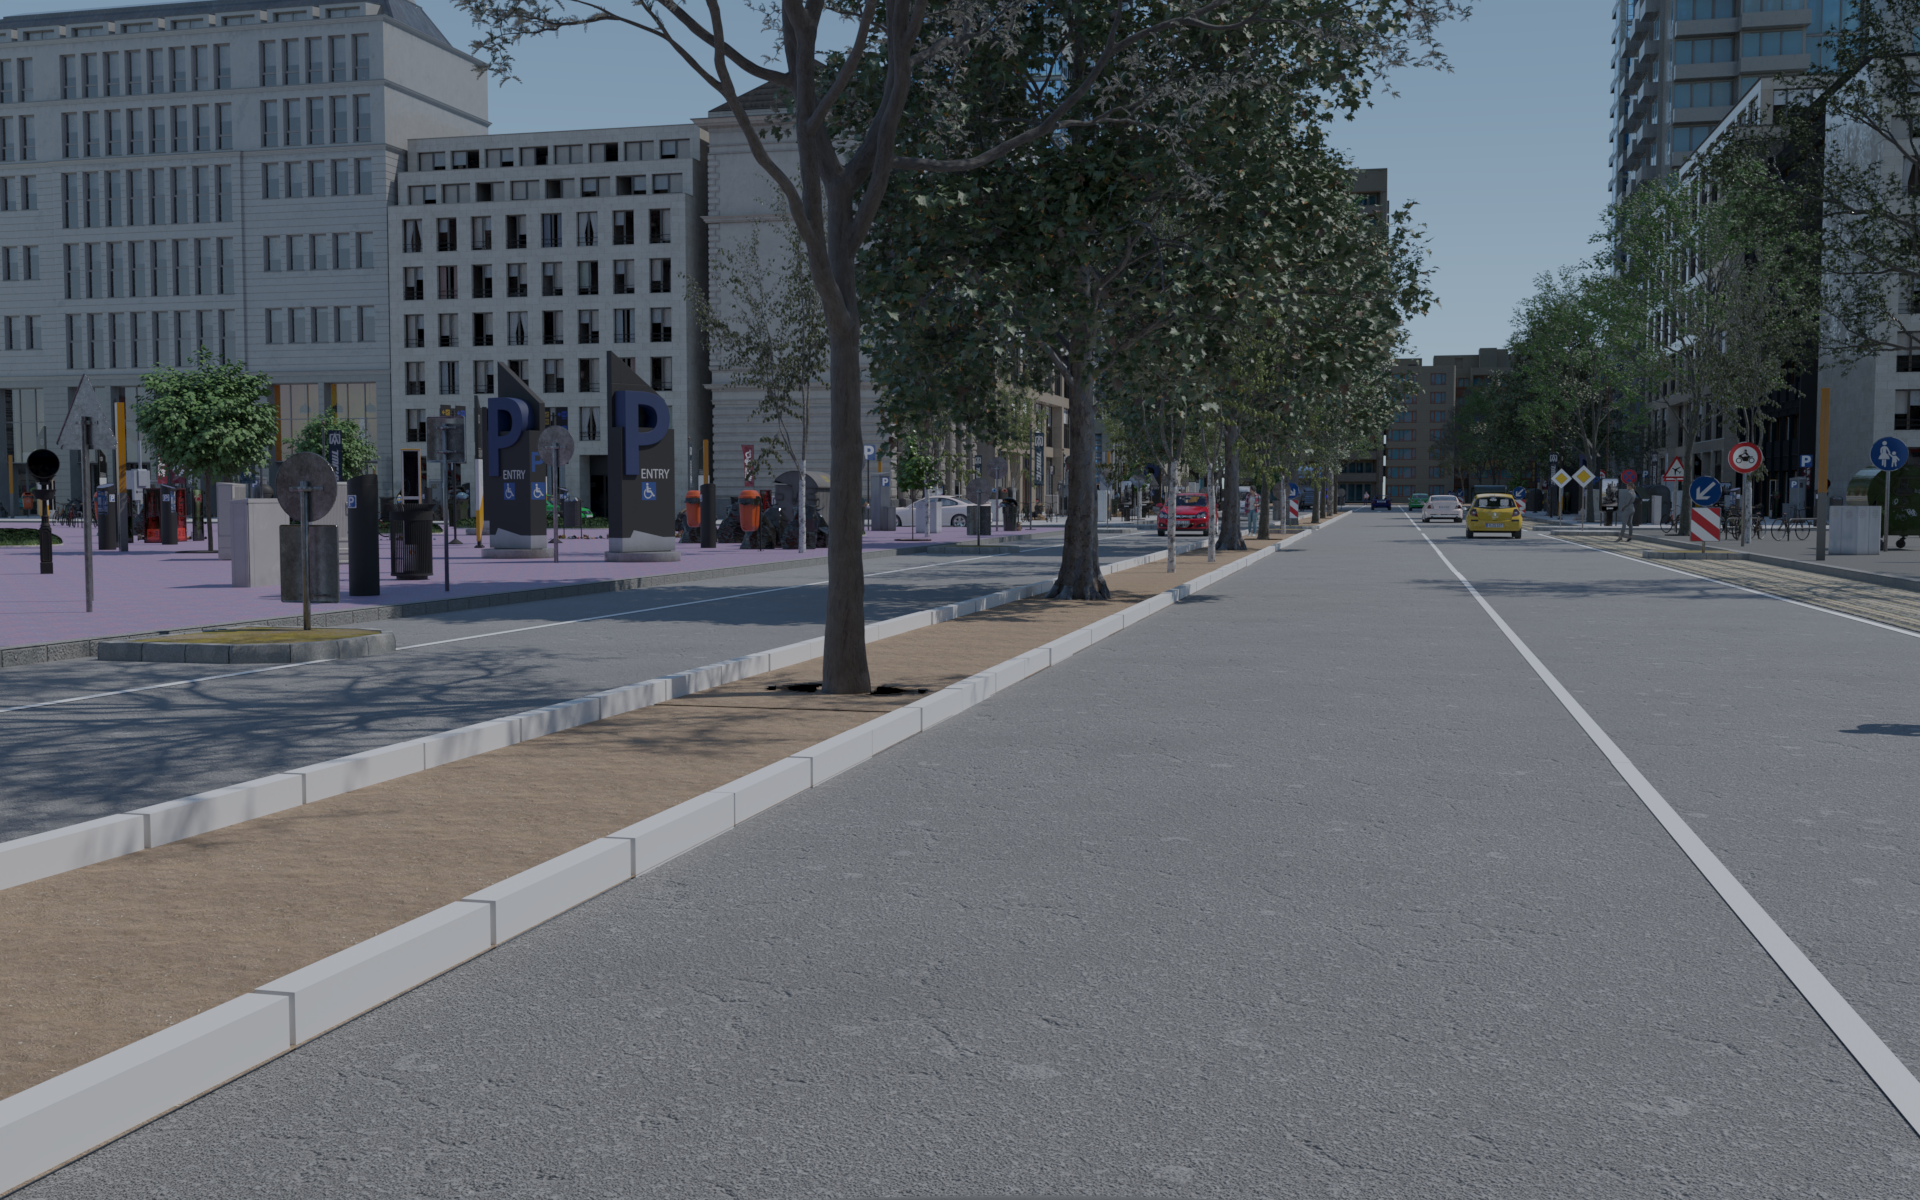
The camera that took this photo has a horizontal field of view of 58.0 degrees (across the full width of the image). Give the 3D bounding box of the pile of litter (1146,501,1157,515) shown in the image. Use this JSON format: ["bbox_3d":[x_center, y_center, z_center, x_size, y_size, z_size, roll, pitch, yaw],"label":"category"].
[{"bbox_3d":[11.540,-5.654,106.405,1.176,0.858,1.719,-2,4,-33],"label":"pile of litter"}]

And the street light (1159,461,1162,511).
[{"bbox_3d":[11.047,-7.492,95.277,0.468,5.910,1.993,1,4,14],"label":"street light"}]

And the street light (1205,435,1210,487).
[{"bbox_3d":[16.824,-8.881,117.997,0.468,5.910,1.993,1,4,14],"label":"street light"}]

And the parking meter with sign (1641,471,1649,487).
[{"bbox_3d":[50.475,-8.047,127.823,0.543,3.016,1.738,2,4,27],"label":"parking meter with sign"}]

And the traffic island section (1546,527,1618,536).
[{"bbox_3d":[21.645,-2.317,60.171,2.009,0.180,2.903,1,4,14],"label":"traffic island section"}]

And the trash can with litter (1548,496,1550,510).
[{"bbox_3d":[40.932,-6.622,119.650,0.624,1.170,1.055,1,4,17],"label":"trash can with litter"}]

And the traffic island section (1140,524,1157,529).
[{"bbox_3d":[7.361,-3.036,71.924,2.009,0.180,2.903,1,4,14],"label":"traffic island section"}]

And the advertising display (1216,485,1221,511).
[{"bbox_3d":[19.149,-7.528,128.299,0.123,1.923,0.974,-1,4,-10],"label":"advertising display"}]

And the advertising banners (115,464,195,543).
[{"bbox_3d":[-21.101,-2.996,45.165,2.074,3.025,0.090,0,4,1],"label":"advertising banners"}]

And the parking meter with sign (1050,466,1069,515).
[{"bbox_3d":[6.476,-6.770,106.947,1.738,3.016,0.543,-1,4,-18],"label":"parking meter with sign"}]

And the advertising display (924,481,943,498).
[{"bbox_3d":[-1.244,-4.669,81.558,0.974,1.923,0.123,-2,4,-25],"label":"advertising display"}]

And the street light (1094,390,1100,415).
[{"bbox_3d":[5.525,-6.098,72.495,0.468,5.910,1.993,1,4,14],"label":"street light"}]

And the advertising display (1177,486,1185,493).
[{"bbox_3d":[18.449,-8.553,145.048,0.974,1.923,0.123,2,4,24],"label":"advertising display"}]

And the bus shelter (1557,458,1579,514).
[{"bbox_3d":[39.056,-7.355,111.539,1.731,3.624,6.357,1,4,14],"label":"bus shelter"}]

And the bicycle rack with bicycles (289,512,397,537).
[{"bbox_3d":[-18.269,-2.267,50.443,2.925,0.926,2.852,0,4,4],"label":"bicycle rack with bicycles"}]

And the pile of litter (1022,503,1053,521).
[{"bbox_3d":[3.723,-4.297,84.224,1.176,0.858,1.719,-3,5,-40],"label":"pile of litter"}]

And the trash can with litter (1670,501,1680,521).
[{"bbox_3d":[33.332,-4.274,81.267,0.624,1.170,1.055,-2,4,-33],"label":"trash can with litter"}]

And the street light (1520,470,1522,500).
[{"bbox_3d":[37.952,-8.830,117.163,0.468,5.910,1.993,1,4,14],"label":"street light"}]

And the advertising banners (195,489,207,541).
[{"bbox_3d":[-20.940,-3.077,46.503,0.090,3.025,2.074,1,4,12],"label":"advertising banners"}]

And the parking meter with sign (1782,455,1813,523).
[{"bbox_3d":[37.021,-4.915,76.620,1.738,3.016,0.543,-3,4,-39],"label":"parking meter with sign"}]

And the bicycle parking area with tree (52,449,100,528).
[{"bbox_3d":[-36.092,-4.875,66.715,8.231,4.147,9.016,-1,4,-18],"label":"bicycle parking area with tree"}]

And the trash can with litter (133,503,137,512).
[{"bbox_3d":[-29.690,-3.118,62.373,1.055,1.170,0.624,-3,4,-38],"label":"trash can with litter"}]

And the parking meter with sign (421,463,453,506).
[{"bbox_3d":[-26.592,-5.613,88.036,1.738,3.016,0.543,0,4,6],"label":"parking meter with sign"}]

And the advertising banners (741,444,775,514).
[{"bbox_3d":[-6.906,-4.013,61.796,2.074,3.025,0.090,-3,4,-38],"label":"advertising banners"}]

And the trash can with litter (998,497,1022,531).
[{"bbox_3d":[1.762,-2.972,59.986,0.624,1.170,1.055,1,4,21],"label":"trash can with litter"}]

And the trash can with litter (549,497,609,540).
[{"bbox_3d":[-10.684,-2.343,49.358,2.233,1.210,1.678,0,4,2],"label":"trash can with litter"}]

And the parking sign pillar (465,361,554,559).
[{"bbox_3d":[-8.905,-2.833,34.797,1.447,3.967,1.447,3,4,37],"label":"parking sign pillar"}]

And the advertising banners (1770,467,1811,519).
[{"bbox_3d":[42.272,-5.618,88.038,2.074,3.025,0.090,0,4,3],"label":"advertising banners"}]

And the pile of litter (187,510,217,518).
[{"bbox_3d":[-41.247,-4.890,93.921,1.719,0.858,1.176,1,4,11],"label":"pile of litter"}]

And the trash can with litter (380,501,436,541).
[{"bbox_3d":[-15.265,-2.247,47.794,1.678,1.210,2.233,-2,4,-35],"label":"trash can with litter"}]

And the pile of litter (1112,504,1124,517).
[{"bbox_3d":[8.790,-5.022,96.071,1.176,0.858,1.719,0,4,-3],"label":"pile of litter"}]

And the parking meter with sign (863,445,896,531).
[{"bbox_3d":[-2.797,-3.933,60.559,0.543,3.016,1.738,-2,4,-33],"label":"parking meter with sign"}]

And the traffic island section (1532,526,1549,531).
[{"bbox_3d":[23.564,-2.792,67.923,2.009,0.180,2.903,1,4,14],"label":"traffic island section"}]

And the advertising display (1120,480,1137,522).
[{"bbox_3d":[7.809,-4.630,80.909,0.123,1.923,0.974,-2,4,-28],"label":"advertising display"}]

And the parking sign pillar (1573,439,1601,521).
[{"bbox_3d":[30.487,-5.834,83.864,1.447,3.967,1.447,0,4,-8],"label":"parking sign pillar"}]

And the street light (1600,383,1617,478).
[{"bbox_3d":[26.427,-5.989,70.713,0.468,5.910,1.993,1,4,14],"label":"street light"}]

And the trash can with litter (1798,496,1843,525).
[{"bbox_3d":[35.851,-3.701,71.568,1.678,1.210,2.233,-3,4,-39],"label":"trash can with litter"}]

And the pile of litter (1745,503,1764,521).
[{"bbox_3d":[38.199,-4.247,83.407,1.176,0.858,1.719,3,4,39],"label":"pile of litter"}]

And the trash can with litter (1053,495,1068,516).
[{"bbox_3d":[6.442,-5.646,103.363,2.233,1.210,1.678,3,4,38],"label":"trash can with litter"}]

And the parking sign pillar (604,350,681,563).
[{"bbox_3d":[-6.072,-2.725,33.023,1.447,3.967,1.447,3,5,40],"label":"parking sign pillar"}]

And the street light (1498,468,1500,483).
[{"bbox_3d":[43.554,-10.223,139.926,0.468,5.910,1.993,1,4,14],"label":"street light"}]

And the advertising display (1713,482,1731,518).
[{"bbox_3d":[41.479,-5.448,94.288,0.974,1.923,0.123,0,4,-5],"label":"advertising display"}]

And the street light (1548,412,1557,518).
[{"bbox_3d":[32.107,-7.407,93.886,0.468,5.910,1.993,1,4,14],"label":"street light"}]

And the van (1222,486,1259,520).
[{"bbox_3d":[15.218,-5.297,93.624,2.013,2.044,4.112,1,4,14],"label":"van"}]

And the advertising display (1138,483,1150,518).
[{"bbox_3d":[9.835,-5.370,93.019,0.974,1.923,0.123,-3,4,-38],"label":"advertising display"}]

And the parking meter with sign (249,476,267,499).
[{"bbox_3d":[-29.195,-4.643,72.177,0.543,3.016,1.738,0,4,4],"label":"parking meter with sign"}]

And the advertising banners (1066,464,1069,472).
[{"bbox_3d":[6.142,-5.506,86.215,2.074,3.025,0.090,2,4,35],"label":"advertising banners"}]

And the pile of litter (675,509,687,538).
[{"bbox_3d":[-8.390,-2.275,51.167,1.176,0.858,1.719,2,4,30],"label":"pile of litter"}]

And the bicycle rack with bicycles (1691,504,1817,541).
[{"bbox_3d":[22.447,-2.132,48.240,2.925,0.926,2.852,-3,4,-36],"label":"bicycle rack with bicycles"}]

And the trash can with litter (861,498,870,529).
[{"bbox_3d":[-3.466,-2.869,58.300,0.624,1.170,1.055,1,4,13],"label":"trash can with litter"}]

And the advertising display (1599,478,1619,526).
[{"bbox_3d":[25.895,-3.908,69.116,0.974,1.923,0.123,-2,4,-28],"label":"advertising display"}]

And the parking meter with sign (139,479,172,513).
[{"bbox_3d":[-42.166,-5.784,90.827,1.738,3.016,0.543,0,4,-1],"label":"parking meter with sign"}]

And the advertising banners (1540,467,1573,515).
[{"bbox_3d":[37.284,-6.858,108.312,2.074,3.025,0.090,0,4,-1],"label":"advertising banners"}]

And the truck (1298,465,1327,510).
[{"bbox_3d":[33.777,-10.803,166.386,2.967,4.110,18.799,1,4,12],"label":"truck"}]

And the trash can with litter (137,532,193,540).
[{"bbox_3d":[-22.415,-2.300,48.665,2.233,1.210,1.678,1,4,9],"label":"trash can with litter"}]

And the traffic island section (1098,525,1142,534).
[{"bbox_3d":[5.442,-2.562,64.172,2.009,0.180,2.903,1,4,14],"label":"traffic island section"}]

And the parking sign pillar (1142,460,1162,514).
[{"bbox_3d":[12.110,-7.425,109.869,1.447,3.967,1.447,0,4,-6],"label":"parking sign pillar"}]
